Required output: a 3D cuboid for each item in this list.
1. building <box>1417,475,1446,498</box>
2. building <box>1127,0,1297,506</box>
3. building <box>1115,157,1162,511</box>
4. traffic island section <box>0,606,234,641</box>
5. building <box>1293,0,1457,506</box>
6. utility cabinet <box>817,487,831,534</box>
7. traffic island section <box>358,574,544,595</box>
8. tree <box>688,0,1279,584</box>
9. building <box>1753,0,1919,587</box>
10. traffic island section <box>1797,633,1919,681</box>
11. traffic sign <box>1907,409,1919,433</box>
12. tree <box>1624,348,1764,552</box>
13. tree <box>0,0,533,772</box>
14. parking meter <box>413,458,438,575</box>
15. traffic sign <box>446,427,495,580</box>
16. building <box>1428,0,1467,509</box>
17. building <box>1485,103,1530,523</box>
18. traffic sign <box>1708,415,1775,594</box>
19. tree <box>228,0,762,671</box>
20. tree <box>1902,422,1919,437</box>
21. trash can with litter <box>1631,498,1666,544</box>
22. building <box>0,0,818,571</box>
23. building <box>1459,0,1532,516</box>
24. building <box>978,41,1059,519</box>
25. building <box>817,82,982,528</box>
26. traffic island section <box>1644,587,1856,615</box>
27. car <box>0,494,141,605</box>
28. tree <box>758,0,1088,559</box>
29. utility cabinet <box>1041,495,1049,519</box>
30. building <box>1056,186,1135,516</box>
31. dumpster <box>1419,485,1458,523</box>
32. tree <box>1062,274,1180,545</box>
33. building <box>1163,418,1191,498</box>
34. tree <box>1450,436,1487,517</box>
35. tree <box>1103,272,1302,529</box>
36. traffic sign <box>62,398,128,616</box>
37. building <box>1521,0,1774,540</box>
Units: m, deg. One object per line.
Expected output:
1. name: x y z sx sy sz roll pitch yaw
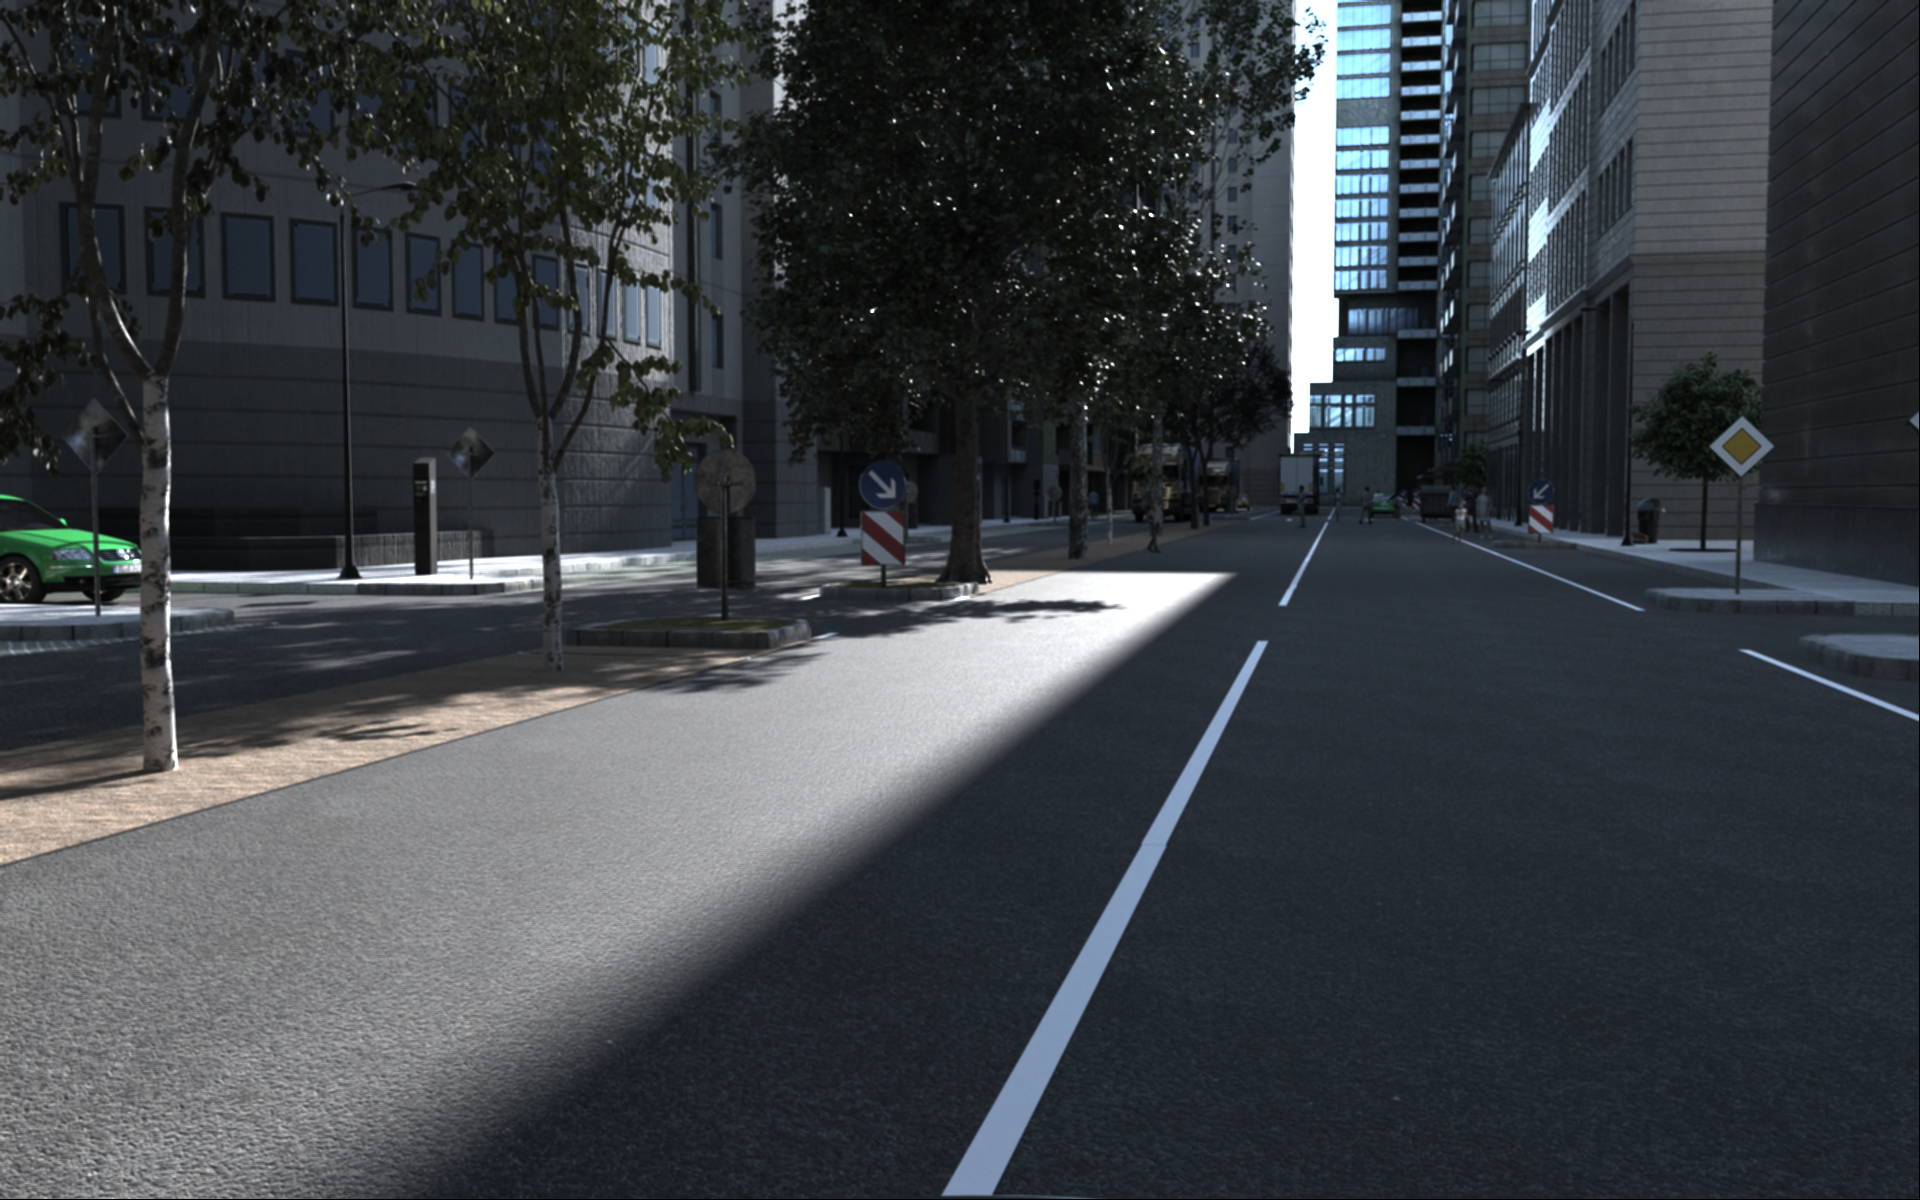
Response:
1. building: 57.742 -28.255 153.844 32.217 40.220 23.993 1 4 12
2. building: 22.632 -39.742 191.778 28.212 58.520 21.231 1 4 12
3. building: 8.129 -22.304 136.375 14.160 30.474 14.107 1 4 12
4. traffic island section: -9.074 0.250 18.195 2.009 0.180 2.903 1 4 12
5. building: 52.307 -53.419 186.066 31.000 86.520 22.319 1 4 12
6. utility cabinet: -4.631 -2.831 54.970 1.173 1.500 0.318 3 4 36
7. traffic island section: -7.352 -0.227 25.993 2.009 0.180 2.903 1 4 12
8. tree: 0.123 -6.610 27.546 9.611 12.733 9.660 0 3 0
9. building: 25.941 -13.895 24.443 25.104 27.353 12.463 1 4 12
10. traffic island section: 8.251 0.483 14.380 2.009 0.180 2.903 1 4 12
11. traffic sign: 8.226 -0.652 14.308 0.795 2.450 0.064 1 4 12
12. tree: 16.801 -3.374 38.884 4.285 4.588 4.351 0 3 0
13. tree: -4.096 -3.431 8.921 4.360 8.622 3.978 0 3 0
14. parking meter: -8.503 -1.335 27.539 0.255 1.863 0.399 0 4 2
15. traffic sign: -7.328 -1.363 25.926 0.795 2.450 0.064 1 4 12
16. building: 47.611 -31.090 127.924 23.786 49.044 30.456 1 4 12
17. building: 31.480 -14.414 84.819 9.793 20.994 18.267 1 4 12
18. traffic sign: 9.947 -1.129 22.106 0.795 2.450 0.064 1 4 12
19. tree: -3.302 -3.711 13.498 4.737 8.622 4.395 0 3 0
20. tree: 12.137 -1.564 20.176 1.663 3.219 1.824 0 3 0
21. trash can with litter: 17.763 -2.041 44.762 0.624 1.170 1.055 3 5 39
22. building: -17.679 -30.494 40.583 21.231 58.520 28.212 1 4 12
23. building: 38.446 -25.922 107.415 14.154 41.232 14.086 1 4 12
24. building: -2.836 -24.871 90.234 14.154 41.232 14.086 1 4 12
25. building: -7.372 -18.182 68.976 14.160 30.474 14.107 1 4 12
26. traffic island section: 9.972 0.006 22.178 2.009 0.180 2.903 1 4 12
27. car: -13.020 -0.855 22.782 4.718 1.807 1.959 1 4 12
28. tree: 1.609 -11.034 38.747 12.611 20.169 13.585 0 3 0
29. utility cabinet: 4.411 -4.812 89.833 0.306 1.237 1.020 0 4 -6
30. building: -0.219 -28.187 115.482 22.147 44.769 28.867 1 4 12
31. dumpster: 23.788 -4.762 86.080 1.865 1.857 1.264 1 4 12
32. tree: 4.181 -5.826 48.082 4.737 8.622 4.395 0 3 0
33. building: 6.297 -19.526 164.289 28.899 21.520 27.650 1 4 12
34. tree: 29.639 -7.036 98.751 4.285 4.588 4.351 0 3 0
35. tree: 9.633 -8.176 70.540 8.767 10.594 7.601 1 4 12
36. traffic sign: -9.049 -0.886 18.128 0.795 2.450 0.064 1 4 12
37. building: 27.184 -17.336 60.931 11.434 29.767 29.804 1 4 12
